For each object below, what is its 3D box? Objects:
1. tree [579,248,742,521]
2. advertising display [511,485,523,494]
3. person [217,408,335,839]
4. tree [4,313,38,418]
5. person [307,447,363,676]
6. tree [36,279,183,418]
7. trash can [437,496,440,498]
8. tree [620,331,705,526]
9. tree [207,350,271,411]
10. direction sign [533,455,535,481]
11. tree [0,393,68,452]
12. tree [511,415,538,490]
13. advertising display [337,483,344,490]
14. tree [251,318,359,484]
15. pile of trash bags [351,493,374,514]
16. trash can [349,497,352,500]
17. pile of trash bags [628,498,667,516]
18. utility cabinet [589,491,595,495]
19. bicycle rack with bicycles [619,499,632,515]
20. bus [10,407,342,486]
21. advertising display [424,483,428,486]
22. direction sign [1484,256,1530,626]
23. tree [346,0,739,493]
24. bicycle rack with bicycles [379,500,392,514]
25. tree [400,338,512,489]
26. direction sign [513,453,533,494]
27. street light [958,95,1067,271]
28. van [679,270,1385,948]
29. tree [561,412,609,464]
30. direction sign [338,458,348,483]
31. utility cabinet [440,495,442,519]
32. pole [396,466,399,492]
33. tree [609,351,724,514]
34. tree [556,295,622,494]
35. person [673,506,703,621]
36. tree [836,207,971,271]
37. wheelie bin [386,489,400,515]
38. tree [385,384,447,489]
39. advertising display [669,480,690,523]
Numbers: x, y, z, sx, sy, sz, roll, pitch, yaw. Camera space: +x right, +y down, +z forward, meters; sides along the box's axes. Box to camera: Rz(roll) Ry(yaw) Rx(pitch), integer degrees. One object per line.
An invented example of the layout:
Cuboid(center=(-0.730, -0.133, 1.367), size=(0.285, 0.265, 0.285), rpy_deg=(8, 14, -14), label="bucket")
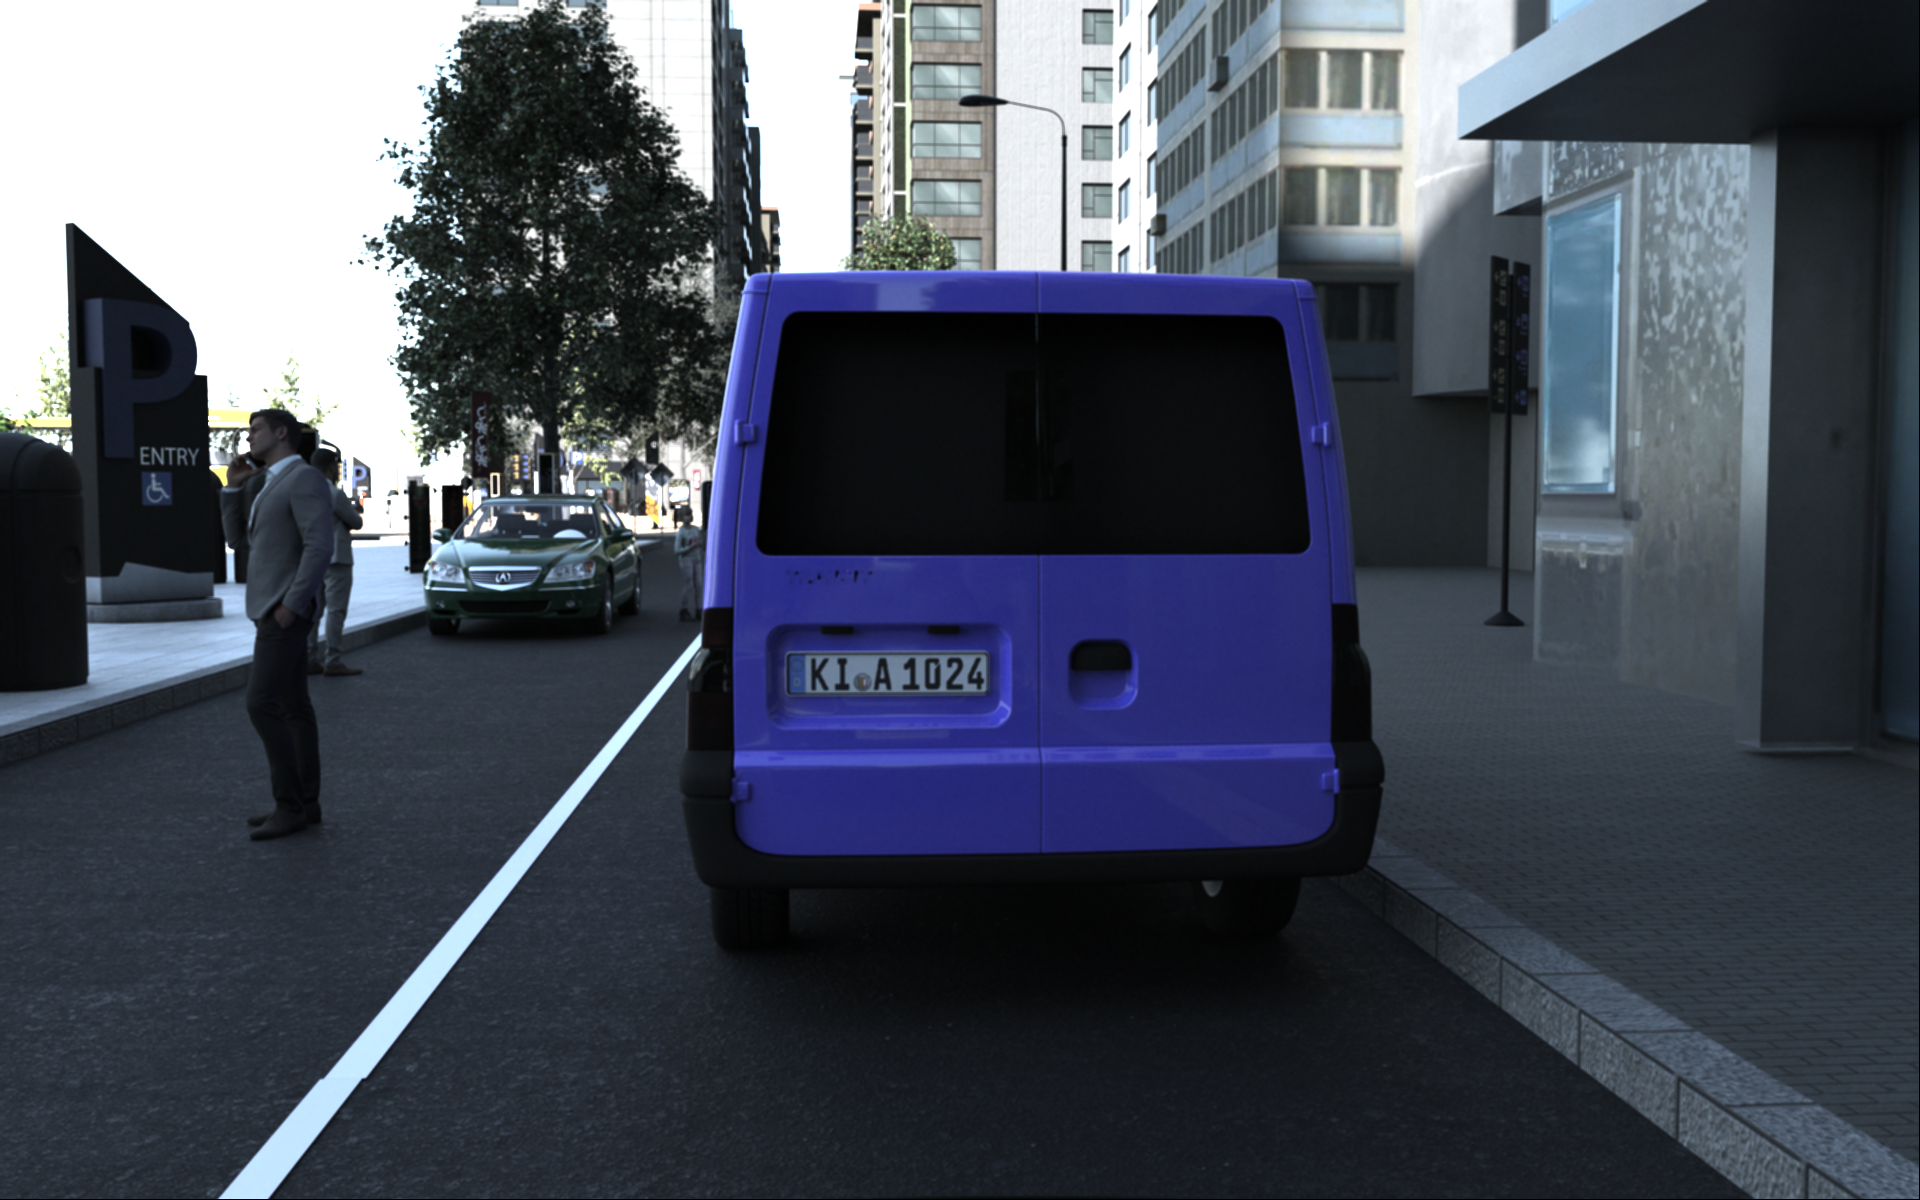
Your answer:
Cuboid(center=(-13.314, -10.601, 83.692), size=(12.009, 13.543, 11.850), rpy_deg=(0, 3, 0), label="tree")
Cuboid(center=(-30.828, -7.058, 120.618), size=(0.974, 1.923, 0.123), rpy_deg=(2, 4, 25), label="advertising display")
Cuboid(center=(-2.921, 0.077, 7.415), size=(0.473, 1.802, 0.592), rpy_deg=(-1, 4, -19), label="person")
Cuboid(center=(-36.161, -7.469, 72.473), size=(4.737, 8.622, 4.395), rpy_deg=(0, 3, 0), label="tree")
Cuboid(center=(-4.979, -0.313, 13.796), size=(0.511, 1.800, 0.466), rpy_deg=(1, 4, 19), label="person")
Cuboid(center=(-28.427, -6.656, 59.181), size=(4.737, 8.622, 4.395), rpy_deg=(0, 3, 0), label="tree")
Cuboid(center=(-36.370, -6.731, 121.702), size=(0.748, 1.137, 0.748), rpy_deg=(0, 3, 0), label="trash can")
Cuboid(center=(-12.160, -7.251, 68.921), size=(4.360, 8.622, 3.978), rpy_deg=(0, 3, 0), label="tree")
Cuboid(center=(-37.197, -8.415, 87.941), size=(4.360, 8.622, 3.978), rpy_deg=(0, 3, 0), label="tree")
Cuboid(center=(-25.071, -6.692, 101.412), size=(0.876, 3.537, 0.379), rpy_deg=(2, 4, 25), label="direction sign")
Cuboid(center=(-18.367, -2.365, 33.271), size=(1.663, 3.219, 1.824), rpy_deg=(0, 3, 0), label="tree")
Cuboid(center=(-27.622, -9.436, 104.641), size=(4.360, 8.622, 3.978), rpy_deg=(0, 3, 0), label="tree")
Cuboid(center=(-37.693, -6.120, 105.283), size=(0.974, 1.923, 0.123), rpy_deg=(3, 5, 45), label="advertising display")
Cuboid(center=(-27.702, -7.475, 72.575), size=(4.737, 8.622, 4.395), rpy_deg=(0, 3, 0), label="tree")
Cuboid(center=(-39.168, -6.356, 113.669), size=(1.912, 1.369, 3.447), rpy_deg=(-1, 4, -20), label="pile of trash bags")
Cuboid(center=(-30.931, -4.614, 87.093), size=(0.748, 1.137, 0.748), rpy_deg=(0, 3, 0), label="trash can")
Cuboid(center=(-17.471, -5.545, 100.412), size=(3.447, 1.369, 1.912), rpy_deg=(-1, 4, -19), label="pile of trash bags")
Cuboid(center=(-22.809, -6.033, 107.322), size=(0.318, 1.500, 1.173), rpy_deg=(0, 4, -8), label="utility cabinet")
Cuboid(center=(-24.036, -6.793, 124.448), size=(2.925, 0.926, 2.852), rpy_deg=(-1, 4, -12), label="bicycle rack with bicycles")
Cuboid(center=(-24.310, -3.544, 49.498), size=(12.252, 3.916, 2.896), rpy_deg=(0, 4, -4), label="bus")
Cuboid(center=(-30.436, -5.642, 97.464), size=(0.974, 1.923, 0.123), rpy_deg=(-1, 4, -15), label="advertising display")
Cuboid(center=(5.335, -1.522, 16.875), size=(0.379, 3.537, 0.876), rpy_deg=(3, 5, 40), label="direction sign")
Cuboid(center=(-9.348, -7.491, 39.488), size=(9.611, 12.733, 9.660), rpy_deg=(0, 3, 0), label="tree")
Cuboid(center=(-33.422, -5.398, 101.633), size=(2.852, 0.926, 2.925), rpy_deg=(-1, 4, -22), label="bicycle rack with bicycles")
Cuboid(center=(-22.022, -7.623, 74.995), size=(4.360, 8.622, 3.978), rpy_deg=(0, 3, 0), label="tree")
Cuboid(center=(-24.358, -6.366, 96.086), size=(0.876, 3.537, 0.379), rpy_deg=(0, 4, -1), label="direction sign")
Cuboid(center=(0.681, -2.925, 20.359), size=(1.470, 5.913, 1.316), rpy_deg=(0, 4, -5), label="street light")
Cuboid(center=(-0.027, -0.172, 7.193), size=(2.240, 2.365, 5.245), rpy_deg=(0, 4, -5), label="van")
Cuboid(center=(-21.928, -10.894, 112.529), size=(8.767, 10.594, 7.601), rpy_deg=(0, 4, -2), label="tree")
Cuboid(center=(-39.097, -7.199, 109.705), size=(0.876, 3.537, 0.379), rpy_deg=(2, 4, 26), label="direction sign")
Cuboid(center=(-26.295, -4.786, 89.408), size=(1.020, 1.237, 0.306), rpy_deg=(-2, 4, -24), label="utility cabinet")
Cuboid(center=(-40.130, -7.937, 123.607), size=(0.158, 3.312, 0.155), rpy_deg=(0, 3, 0), label="pole")
Cuboid(center=(-14.171, -10.123, 99.917), size=(8.767, 10.594, 7.601), rpy_deg=(2, 4, 26), label="tree")
Cuboid(center=(-12.996, -6.584, 58.014), size=(4.737, 8.622, 4.395), rpy_deg=(0, 3, 0), label="tree")
Cuboid(center=(-3.023, -0.416, 19.588), size=(0.394, 1.301, 0.425), rpy_deg=(1, 4, 20), label="person")
Cuboid(center=(-2.166, -9.326, 69.490), size=(9.611, 12.733, 9.660), rpy_deg=(0, 3, 0), label="tree")
Cuboid(center=(-34.644, -5.991, 105.853), size=(0.980, 1.594, 0.693), rpy_deg=(2, 4, 31), label="wheelie bin")
Cuboid(center=(-33.947, -9.718, 109.254), size=(4.737, 8.622, 4.395), rpy_deg=(0, 3, 0), label="tree")
Cuboid(center=(-12.603, -4.442, 77.837), size=(0.974, 1.923, 0.123), rpy_deg=(1, 4, 19), label="advertising display")
